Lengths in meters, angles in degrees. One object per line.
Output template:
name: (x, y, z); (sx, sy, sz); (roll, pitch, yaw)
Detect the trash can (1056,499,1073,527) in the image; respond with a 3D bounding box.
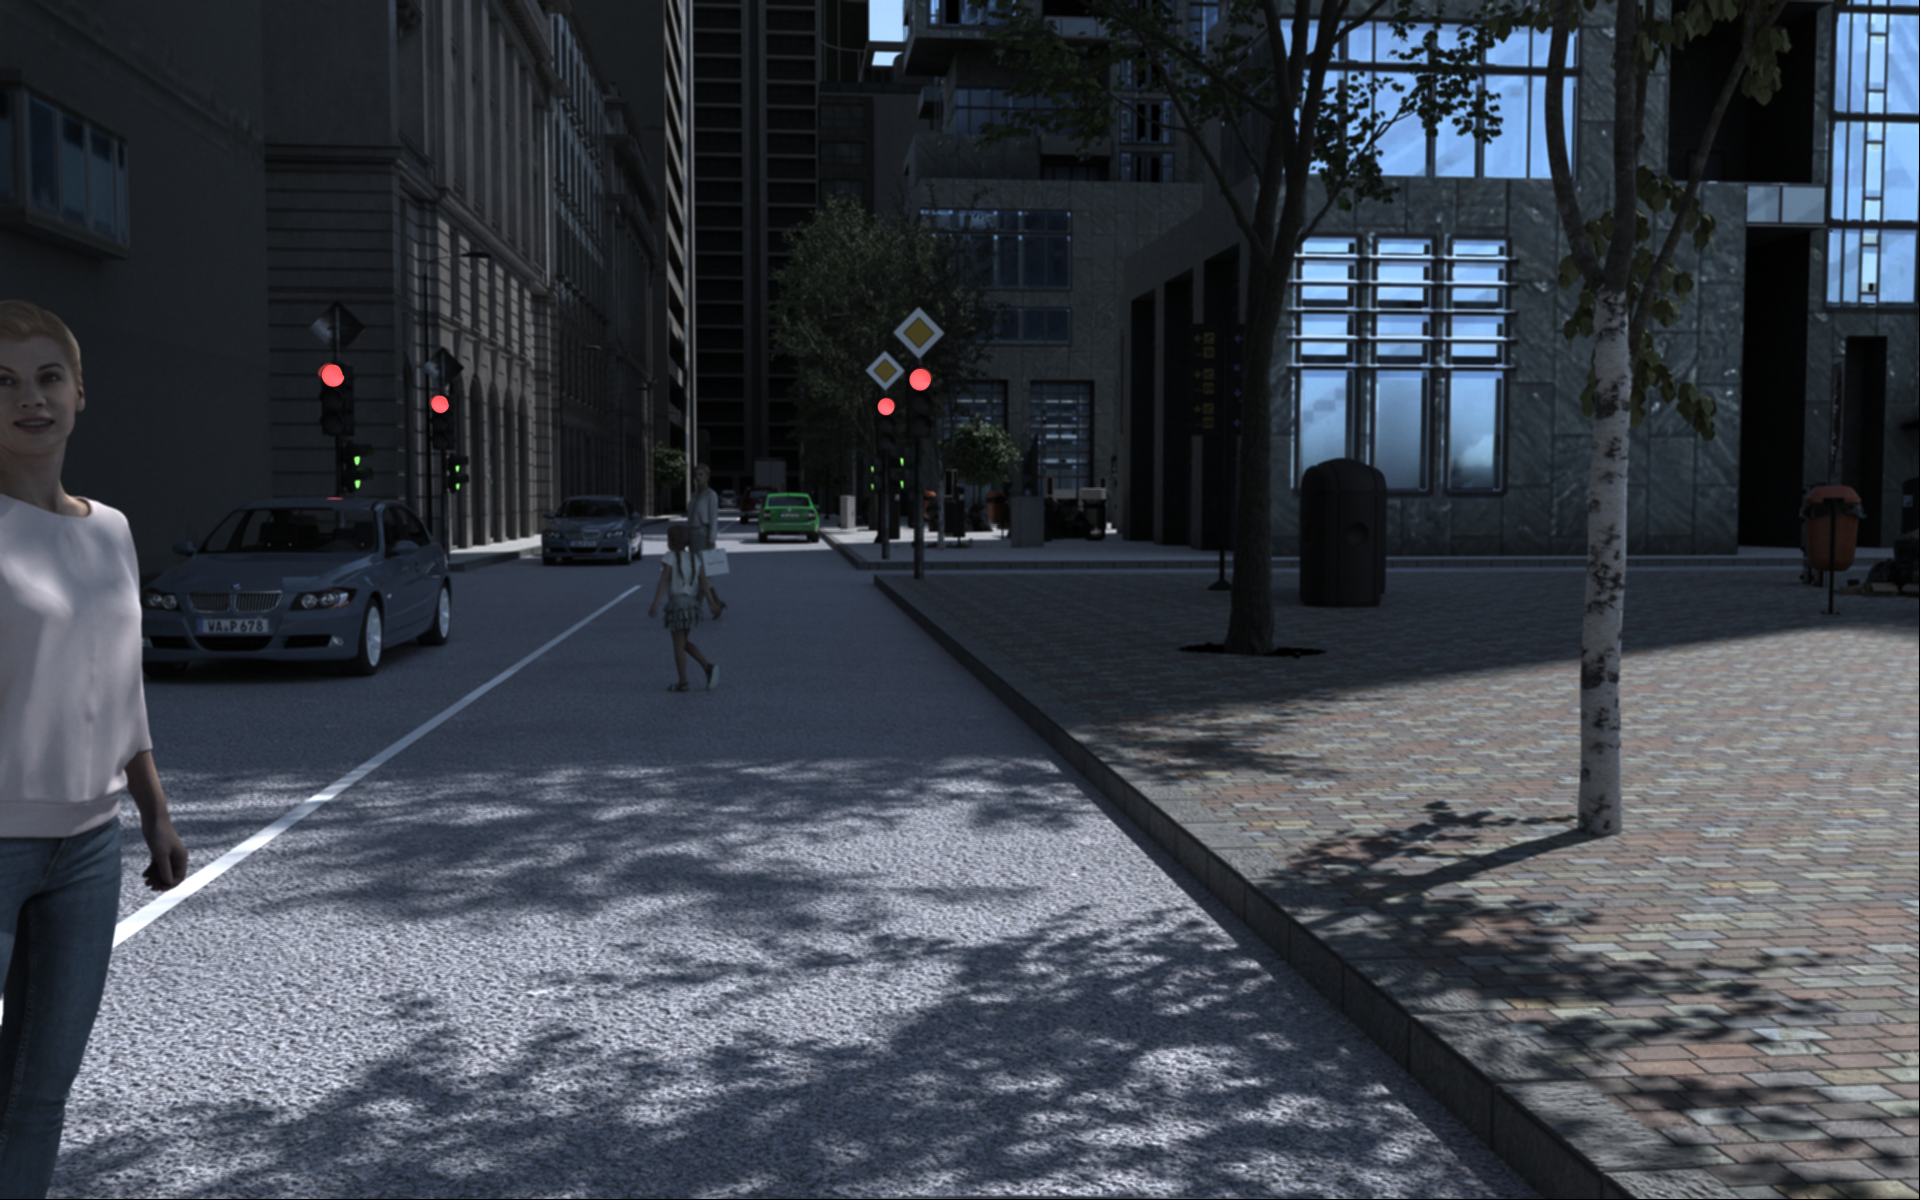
trash can: (3.367, -2.614, 54.397); (0.748, 1.137, 0.748); (0, 3, 0)

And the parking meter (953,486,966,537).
parking meter: (-0.030, -2.635, 51.494); (0.372, 1.533, 0.369); (0, 3, 0)

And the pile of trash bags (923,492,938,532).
pile of trash bags: (-0.366, -3.058, 59.747); (1.912, 1.369, 3.447); (-2, 4, -32)

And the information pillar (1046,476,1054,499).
information pillar: (3.730, -4.142, 72.210); (0.304, 2.012, 0.304); (0, 4, -3)

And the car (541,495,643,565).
car: (-7.684, -1.496, 36.460); (2.014, 1.417, 4.499); (0, 4, -6)

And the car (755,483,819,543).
car: (-5.212, -2.663, 52.343); (1.959, 1.807, 4.718); (0, 4, -7)

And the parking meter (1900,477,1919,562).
parking meter: (13.403, -0.970, 24.279); (0.372, 1.533, 0.369); (0, 3, 0)

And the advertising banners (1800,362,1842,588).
advertising banners: (11.923, -1.700, 23.983); (0.090, 3.025, 2.074); (1, 4, 16)

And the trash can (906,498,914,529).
trash can: (-1.641, -3.229, 64.452); (0.748, 1.137, 0.748); (0, 3, 0)

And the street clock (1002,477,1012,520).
street clock: (2.017, -4.255, 74.136); (0.358, 2.002, 0.471); (3, 4, 36)

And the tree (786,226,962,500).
tree: (-3.670, -9.529, 73.931); (7.486, 12.596, 7.792); (0, 3, 0)

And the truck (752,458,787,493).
truck: (-15.253, -9.183, 139.059); (2.839, 4.237, 11.283); (0, 4, -7)

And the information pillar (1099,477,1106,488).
information pillar: (6.227, -4.355, 75.699); (0.304, 2.012, 0.304); (0, 4, -1)

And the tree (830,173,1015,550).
tree: (-0.589, -5.443, 39.363); (4.360, 8.622, 3.978); (0, 3, 0)

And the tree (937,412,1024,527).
tree: (0.826, -5.134, 67.662); (4.285, 4.588, 4.351); (0, 3, 0)

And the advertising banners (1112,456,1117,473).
advertising banners: (7.392, -5.043, 78.648); (0.090, 3.025, 2.074); (-2, 4, -25)

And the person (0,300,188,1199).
person: (-1.677, 0.392, 2.759); (0.598, 1.740, 0.731); (1, 4, 9)

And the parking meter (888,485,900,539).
parking meter: (-1.892, -2.488, 49.084); (0.372, 1.533, 0.369); (0, 3, 0)

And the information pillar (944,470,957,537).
information pillar: (-0.281, -2.919, 52.223); (0.304, 2.012, 0.304); (2, 4, 25)

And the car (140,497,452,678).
car: (-5.628, -0.189, 15.091); (2.014, 1.417, 4.499); (0, 4, -5)

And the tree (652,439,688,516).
tree: (-17.948, -7.360, 104.054); (4.285, 4.588, 4.351); (0, 3, 0)

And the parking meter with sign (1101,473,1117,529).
parking meter with sign: (5.930, -4.139, 63.939); (1.738, 3.016, 0.543); (1, 4, 9)

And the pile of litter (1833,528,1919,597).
pile of litter: (11.921, -0.480, 21.813); (1.176, 0.858, 1.719); (-1, 4, -22)

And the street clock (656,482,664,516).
street clock: (-17.495, -5.888, 100.843); (0.471, 2.002, 0.358); (0, 4, 4)

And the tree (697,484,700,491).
tree: (-24.585, -10.139, 160.381); (1.663, 3.219, 1.824); (0, 3, 0)

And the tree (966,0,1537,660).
tree: (2.505, -5.372, 13.580); (9.928, 11.665, 9.643); (0, 3, 0)

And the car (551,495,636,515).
car: (-8.771, -1.822, 41.798); (2.014, 1.417, 4.499); (0, 4, -4)

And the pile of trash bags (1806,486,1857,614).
pile of trash bags: (10.708, -0.515, 18.168); (3.447, 1.369, 1.912); (2, 4, 23)

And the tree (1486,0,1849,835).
tree: (2.676, -3.423, 6.326); (4.737, 8.622, 4.395); (0, 3, 0)

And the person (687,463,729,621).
person: (-2.857, -0.654, 19.554); (0.624, 1.780, 0.694); (-2, 4, -32)

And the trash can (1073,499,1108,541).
trash can: (3.711, -2.212, 47.820); (0.748, 1.137, 0.748); (0, 3, 0)

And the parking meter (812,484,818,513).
parking meter: (-8.164, -5.619, 97.586); (0.255, 1.863, 0.399); (-2, 4, -34)

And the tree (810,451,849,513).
tree: (-8.543, -8.117, 116.423); (4.285, 4.588, 4.351); (0, 3, 0)

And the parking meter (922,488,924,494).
parking meter: (-1.649, -3.795, 70.466); (0.372, 1.533, 0.369); (0, 3, 0)

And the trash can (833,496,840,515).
trash can: (-7.263, -5.673, 104.405); (0.748, 1.137, 0.748); (0, 3, 0)

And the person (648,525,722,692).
person: (-1.995, 0.064, 12.470); (0.382, 1.210, 0.505); (3, 4, 37)

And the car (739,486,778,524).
car: (-9.610, -4.606, 83.987); (2.281, 1.827, 5.304); (0, 4, -5)
